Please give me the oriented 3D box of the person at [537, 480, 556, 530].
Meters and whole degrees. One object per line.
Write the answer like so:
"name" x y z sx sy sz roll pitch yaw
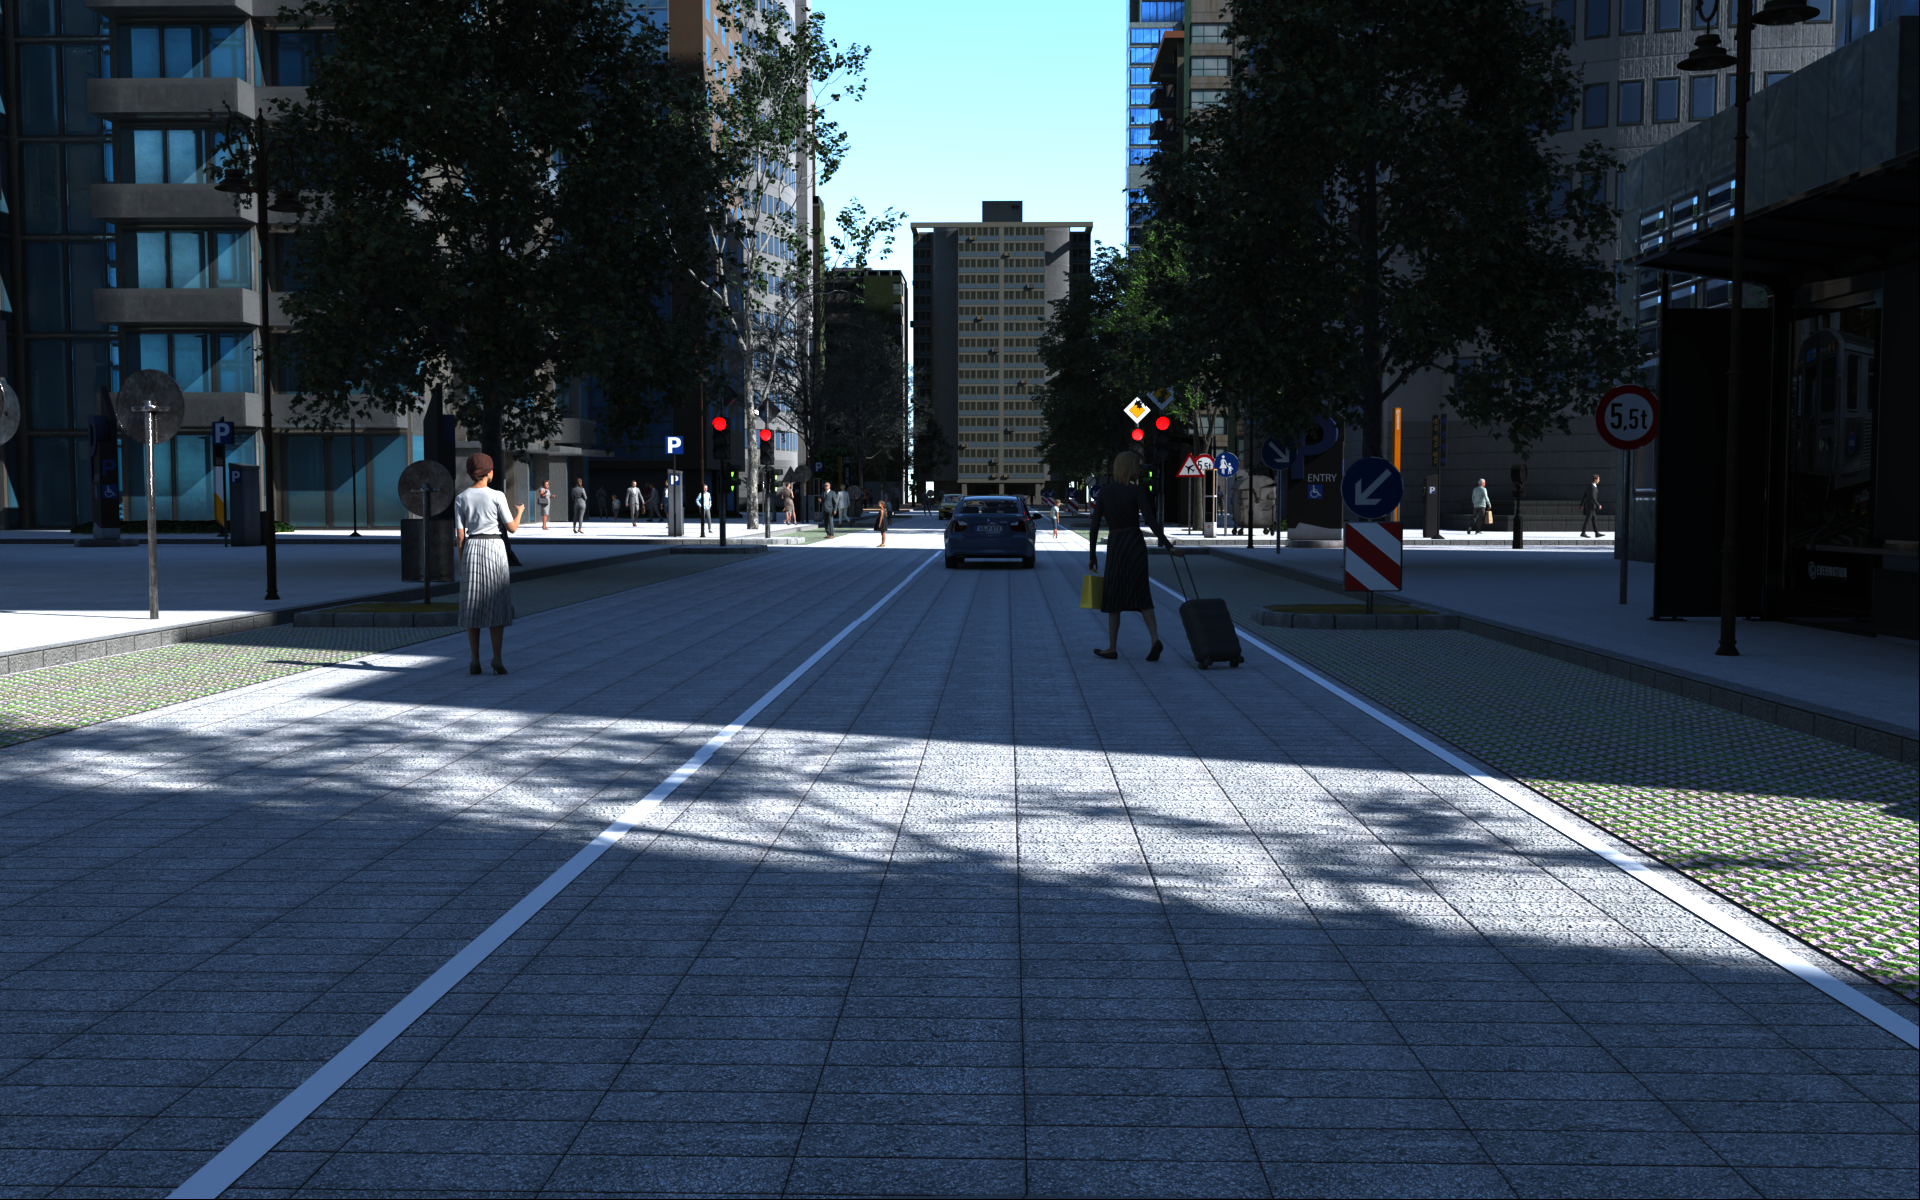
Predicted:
"person" -14.922 -3.425 62.407 0.532 1.782 0.716 1 4 23

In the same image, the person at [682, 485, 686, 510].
"person" -15.431 -5.475 95.739 0.728 1.800 0.709 -3 4 -37

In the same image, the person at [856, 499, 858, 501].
"person" -11.056 -10.944 184.615 1.348 1.869 0.705 -1 4 -20

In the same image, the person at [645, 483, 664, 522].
"person" -13.973 -4.462 79.263 0.850 1.792 0.678 0 4 2

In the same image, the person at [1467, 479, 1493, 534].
"person" 16.599 -2.976 55.180 0.515 1.767 0.782 -2 4 -32

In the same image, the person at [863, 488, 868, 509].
"person" -8.265 -8.838 150.644 0.705 1.812 1.348 -2 4 -27

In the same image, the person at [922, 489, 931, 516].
"person" -2.194 -6.540 115.705 0.573 1.790 0.520 2 4 28

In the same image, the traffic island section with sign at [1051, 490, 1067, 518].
"traffic island section with sign" 6.556 -5.750 102.641 1.989 1.847 2.006 0 4 2

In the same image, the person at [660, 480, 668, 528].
"person" -11.025 -3.649 65.727 0.581 1.822 0.654 2 4 26

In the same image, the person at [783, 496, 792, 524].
"person" -7.220 -3.794 73.086 0.382 1.210 0.505 2 4 27

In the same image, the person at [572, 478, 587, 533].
"person" -12.401 -3.071 56.523 0.520 1.790 0.573 0 4 2

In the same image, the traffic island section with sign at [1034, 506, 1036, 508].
"traffic island section with sign" 8.646 -10.479 179.958 1.989 1.847 2.006 0 4 2

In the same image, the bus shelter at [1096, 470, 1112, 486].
"bus shelter" 10.666 -7.866 122.531 2.014 3.302 5.546 0 4 2

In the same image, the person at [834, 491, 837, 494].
"person" -14.385 -11.720 198.222 0.990 1.755 0.434 0 4 -6

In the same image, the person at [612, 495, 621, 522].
"person" -15.574 -4.142 78.445 0.332 1.250 0.352 3 4 39

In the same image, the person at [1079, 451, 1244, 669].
"person" 1.652 -0.364 14.664 0.699 1.804 1.509 -2 4 -33

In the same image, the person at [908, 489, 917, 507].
"person" -4.569 -9.904 168.118 0.705 1.807 1.348 -3 5 -41

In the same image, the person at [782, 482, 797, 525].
"person" -6.994 -3.961 71.138 0.599 1.781 0.374 1 4 15

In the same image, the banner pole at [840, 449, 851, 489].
"banner pole" -6.397 -6.494 96.193 0.863 3.779 0.401 -3 4 -36

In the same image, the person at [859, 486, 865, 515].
"person" -6.143 -6.275 108.828 0.526 1.800 0.537 3 4 38

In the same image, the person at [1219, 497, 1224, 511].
"person" 20.082 -7.646 134.319 1.065 1.426 0.557 1 4 20

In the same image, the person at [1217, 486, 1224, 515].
"person" 15.903 -6.107 106.090 0.606 1.804 0.583 -2 4 -25

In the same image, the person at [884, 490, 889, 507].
"person" -7.523 -10.421 177.093 0.551 1.740 0.621 2 4 30

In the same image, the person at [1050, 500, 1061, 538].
"person" 3.103 -2.642 56.377 0.352 1.250 0.332 0 4 5

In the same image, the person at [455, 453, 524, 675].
"person" -3.741 -0.289 13.789 0.480 1.755 0.524 0 4 1

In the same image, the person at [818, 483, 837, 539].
"person" -4.279 -2.874 55.658 0.661 1.801 0.590 2 4 25

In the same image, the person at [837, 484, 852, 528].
"person" -4.870 -3.935 72.710 0.818 1.842 0.514 3 5 43

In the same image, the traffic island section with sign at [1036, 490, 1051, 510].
"traffic island section with sign" 7.901 -8.795 152.425 1.989 1.847 2.006 0 4 2

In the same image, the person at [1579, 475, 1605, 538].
"person" 18.630 -2.758 50.921 0.755 1.850 0.659 0 4 8

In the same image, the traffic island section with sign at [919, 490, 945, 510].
"traffic island section with sign" -2.526 -8.788 152.311 1.989 1.847 2.006 0 4 2

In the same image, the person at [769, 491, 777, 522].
"person" -8.766 -4.546 80.558 0.466 1.800 0.511 0 4 -1

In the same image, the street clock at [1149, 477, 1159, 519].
"street clock" 7.794 -3.986 69.738 0.471 2.002 0.358 2 4 28

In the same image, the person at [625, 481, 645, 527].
"person" -12.858 -3.812 68.489 0.709 1.813 0.853 -3 4 -37

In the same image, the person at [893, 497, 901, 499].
"person" -6.371 -10.160 175.384 0.991 1.433 0.599 -3 5 -42

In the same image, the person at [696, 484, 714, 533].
"person" -8.448 -3.026 57.328 0.589 1.601 0.330 -2 4 -29

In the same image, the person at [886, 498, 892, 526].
"person" -3.242 -4.014 78.813 0.332 1.250 0.352 0 4 -5

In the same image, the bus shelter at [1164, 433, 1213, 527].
"bus shelter" 8.993 -4.796 69.692 1.731 3.624 6.357 0 4 1

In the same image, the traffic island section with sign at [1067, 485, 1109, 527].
"traffic island section with sign" 5.796 -4.058 74.971 1.989 1.847 2.006 0 4 2

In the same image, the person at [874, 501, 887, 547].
"person" -2.152 -2.066 46.947 0.373 1.253 0.362 0 4 5

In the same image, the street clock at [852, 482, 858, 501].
"street clock" -6.461 -6.253 106.810 0.358 2.002 0.471 1 4 15

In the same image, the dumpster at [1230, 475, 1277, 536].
"dumpster" 9.140 -2.938 53.797 1.264 1.857 1.865 0 4 1

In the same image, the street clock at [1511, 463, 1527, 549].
"street clock" 13.058 -2.197 40.493 0.358 2.002 0.471 3 4 39

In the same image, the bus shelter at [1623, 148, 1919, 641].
"bus shelter" 7.439 -1.416 14.432 1.731 3.624 6.357 0 4 2

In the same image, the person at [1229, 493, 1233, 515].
"person" 16.960 -6.151 106.706 0.778 1.811 0.616 0 4 1

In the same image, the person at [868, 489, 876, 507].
"person" -8.816 -10.022 170.610 1.217 1.736 0.721 2 4 27

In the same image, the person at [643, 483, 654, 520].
"person" -15.303 -4.845 85.231 0.580 1.828 0.573 1 4 11

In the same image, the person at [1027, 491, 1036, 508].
"person" 7.212 -10.140 175.110 1.217 1.723 0.721 3 5 45

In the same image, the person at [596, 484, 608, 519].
"person" -18.704 -5.144 90.492 0.599 1.781 0.374 -1 4 -15
